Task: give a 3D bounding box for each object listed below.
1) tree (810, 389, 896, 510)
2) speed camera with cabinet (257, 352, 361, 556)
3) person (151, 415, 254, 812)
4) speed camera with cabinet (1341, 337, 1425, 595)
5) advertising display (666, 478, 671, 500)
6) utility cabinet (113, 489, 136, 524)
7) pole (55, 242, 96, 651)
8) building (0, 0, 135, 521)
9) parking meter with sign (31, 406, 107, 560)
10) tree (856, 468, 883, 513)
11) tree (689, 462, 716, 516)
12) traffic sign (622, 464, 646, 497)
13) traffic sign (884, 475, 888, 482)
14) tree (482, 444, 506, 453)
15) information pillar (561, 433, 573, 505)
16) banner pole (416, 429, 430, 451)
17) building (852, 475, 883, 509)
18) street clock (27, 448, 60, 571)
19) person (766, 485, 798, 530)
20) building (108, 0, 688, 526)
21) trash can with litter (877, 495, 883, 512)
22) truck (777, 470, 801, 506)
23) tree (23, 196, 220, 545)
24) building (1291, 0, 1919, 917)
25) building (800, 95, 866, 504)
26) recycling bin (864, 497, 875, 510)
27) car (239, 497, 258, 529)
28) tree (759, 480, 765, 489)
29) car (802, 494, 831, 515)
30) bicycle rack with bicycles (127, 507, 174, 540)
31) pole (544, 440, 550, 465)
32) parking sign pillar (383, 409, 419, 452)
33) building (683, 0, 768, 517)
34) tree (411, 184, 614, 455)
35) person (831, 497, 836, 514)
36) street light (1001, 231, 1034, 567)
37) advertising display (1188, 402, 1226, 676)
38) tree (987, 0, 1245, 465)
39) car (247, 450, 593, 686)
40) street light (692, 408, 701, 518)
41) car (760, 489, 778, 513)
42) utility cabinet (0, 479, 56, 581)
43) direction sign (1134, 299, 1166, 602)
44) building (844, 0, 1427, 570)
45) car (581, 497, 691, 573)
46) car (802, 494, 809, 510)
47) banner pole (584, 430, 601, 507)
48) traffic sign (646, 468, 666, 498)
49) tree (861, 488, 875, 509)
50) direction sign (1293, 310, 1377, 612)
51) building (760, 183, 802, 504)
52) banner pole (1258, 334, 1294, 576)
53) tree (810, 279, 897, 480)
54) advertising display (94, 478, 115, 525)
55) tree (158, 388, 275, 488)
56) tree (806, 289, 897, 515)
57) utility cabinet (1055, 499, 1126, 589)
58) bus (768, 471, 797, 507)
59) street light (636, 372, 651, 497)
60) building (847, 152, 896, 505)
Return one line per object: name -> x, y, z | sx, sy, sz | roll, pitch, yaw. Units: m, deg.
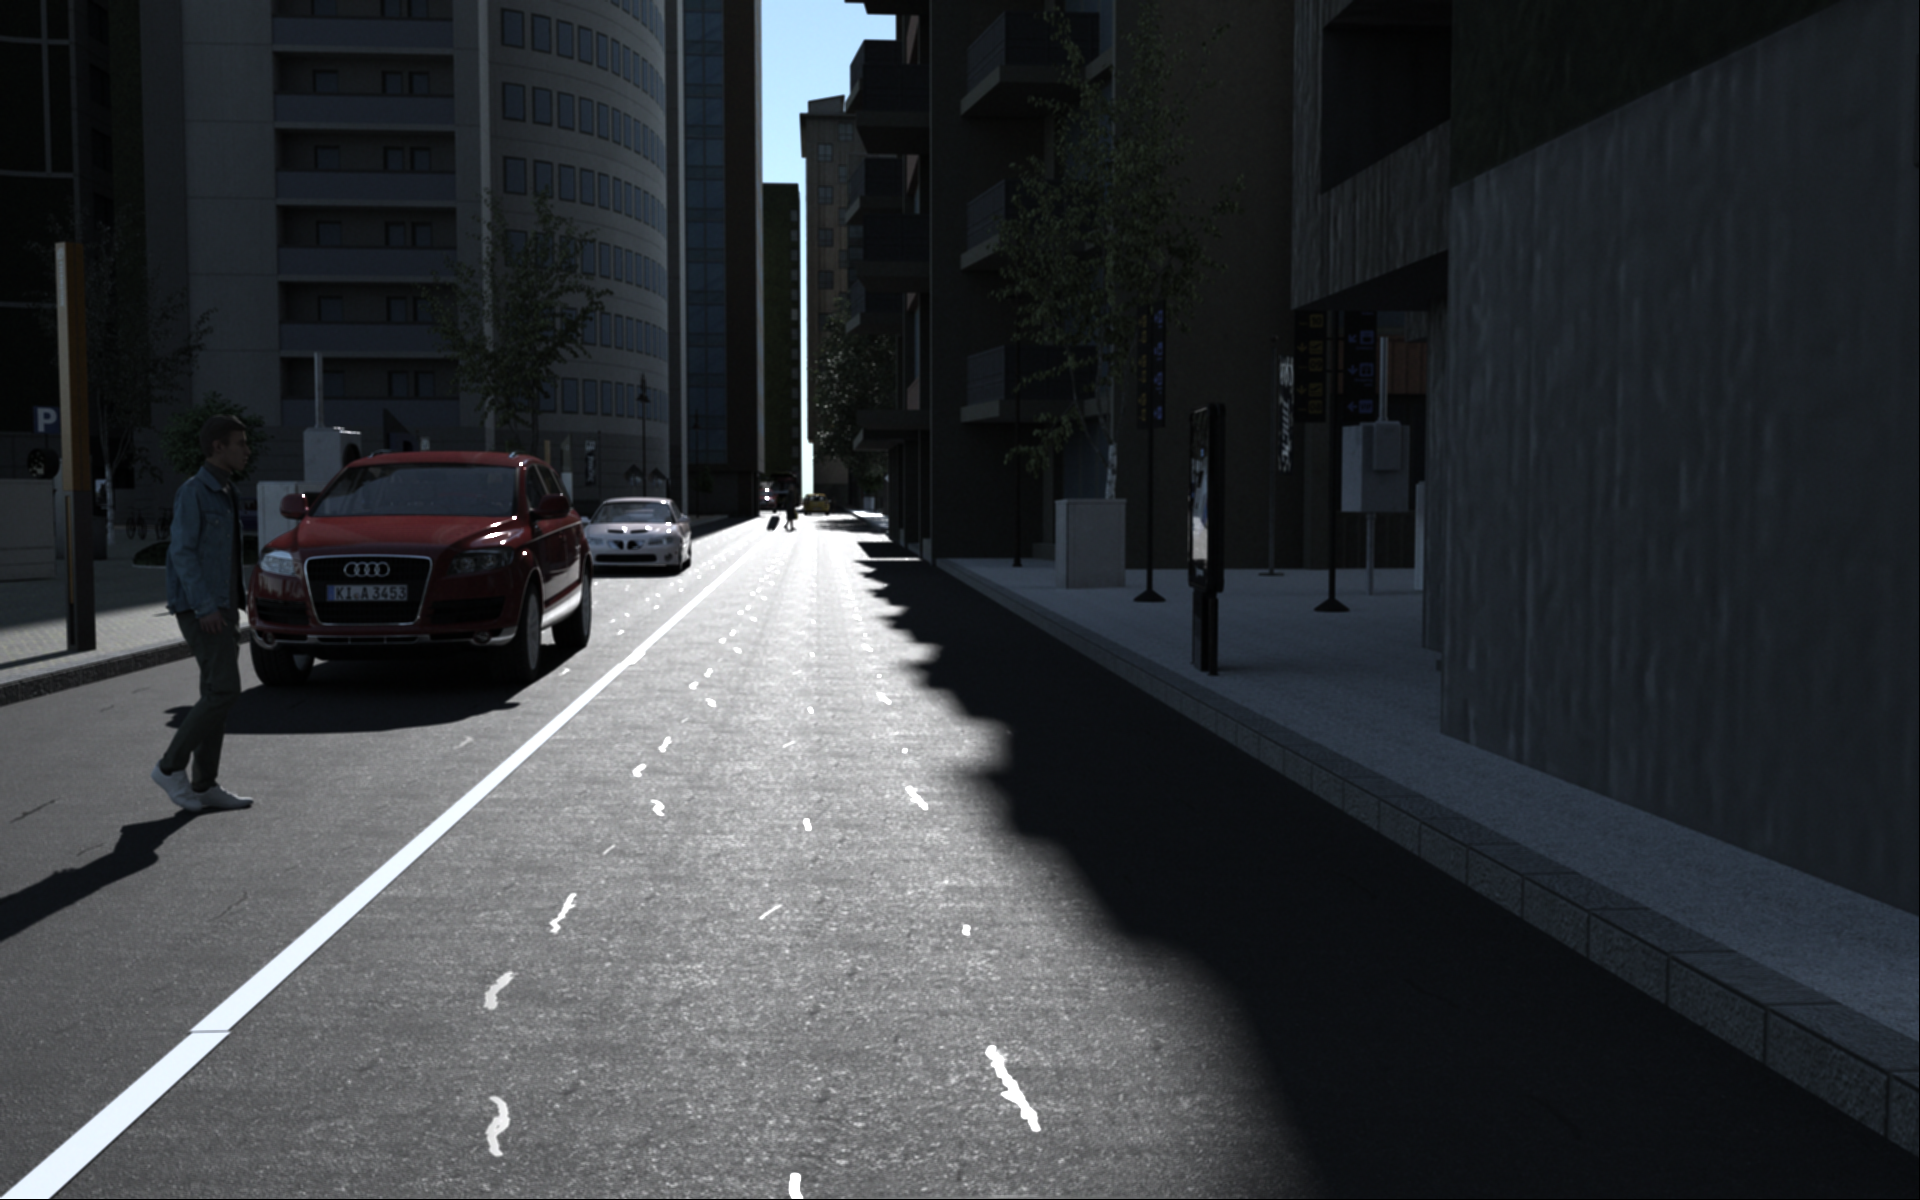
tree -> -8.408, -13.217, 141.847 | 9.928, 11.665, 9.643 | 0, 3, 0
speed camera with cabinet -> -8.828, -1.789, 23.579 | 0.660, 3.252, 2.038 | 0, 4, 5
person -> -3.414, 0.063, 7.817 | 0.444, 1.785, 0.601 | 0, 4, 0
speed camera with cabinet -> 5.953, -1.708, 22.258 | 2.038, 3.252, 0.660 | -1, 4, -15
advertising display -> -11.918, -4.013, 70.825 | 0.123, 1.923, 0.974 | 0, 4, -6
utility cabinet -> -35.580, -3.976, 73.689 | 0.318, 1.500, 1.173 | 2, 4, 31
pole -> -7.233, -1.243, 14.163 | 0.158, 3.312, 0.155 | 0, 3, 0
building -> -47.032, -38.746, 71.756 | 20.611, 71.187, 20.563 | 0, 4, -5
parking meter with sign -> -17.452, -2.310, 34.037 | 1.738, 3.016, 0.543 | 2, 4, 31
tree -> -6.406, -9.214, 134.363 | 4.285, 4.588, 4.351 | 0, 3, 0
tree -> -15.263, -6.703, 104.192 | 1.663, 3.219, 1.824 | 0, 3, 0
traffic sign -> -10.876, -3.313, 57.815 | 0.795, 2.450, 0.064 | 0, 4, -5
traffic sign -> -2.517, -3.844, 66.494 | 0.795, 2.450, 0.064 | 0, 4, -5
tree -> -17.936, -4.398, 66.507 | 1.663, 3.219, 1.824 | 0, 3, 0
information pillar -> -15.148, -4.612, 66.765 | 0.504, 3.616, 0.183 | 2, 4, 27
banner pole -> -20.670, -4.685, 66.623 | 0.863, 3.779, 0.401 | 2, 4, 27
building -> 3.799, -19.613, 165.709 | 27.650, 21.520, 28.899 | 0, 4, -5
street clock -> -14.514, -1.401, 27.472 | 0.471, 2.002, 0.358 | 2, 4, 25
person -> -7.017, -3.667, 68.667 | 1.509, 1.804, 0.699 | -3, 5, -40
building -> -24.800, -33.026, 81.976 | 21.231, 58.520, 28.212 | 0, 4, -5
trash can with litter -> -5.009, -6.862, 123.248 | 2.233, 1.210, 1.678 | 0, 4, 5
truck -> -20.207, -13.154, 203.986 | 2.839, 4.237, 11.283 | 0, 4, -3
tree -> -21.295, -5.706, 43.657 | 4.360, 8.622, 3.978 | 0, 3, 0
building -> 9.400, -14.638, 11.033 | 14.160, 30.474, 14.107 | 0, 4, -5
building -> -7.965, -39.676, 237.934 | 27.495, 52.752, 28.713 | 0, 4, -5
recycling bin -> -7.264, -7.730, 138.932 | 0.722, 1.027, 0.722 | 2, 4, 24
car -> -24.886, -2.996, 61.569 | 3.894, 1.354, 1.945 | 0, 4, -3
tree -> -23.541, -12.575, 200.196 | 1.663, 3.219, 1.824 | 0, 3, 0
car -> -9.876, -6.666, 119.207 | 2.015, 1.641, 3.980 | 0, 4, -6
bicycle rack with bicycles -> -22.094, -2.181, 49.037 | 2.852, 0.926, 2.925 | -3, 4, -36
pole -> -15.603, -4.387, 65.571 | 0.158, 3.312, 0.155 | 0, 3, 0
parking sign pillar -> -17.742, -4.081, 55.188 | 1.447, 3.967, 1.447 | 1, 4, 23
building -> -19.928, -28.252, 112.030 | 14.600, 45.320, 14.200 | 0, 4, -5
tree -> -10.301, -5.510, 40.455 | 4.737, 8.622, 4.395 | 0, 3, 0
person -> -9.167, -6.845, 125.084 | 0.362, 1.253, 0.373 | 0, 4, -4
street light -> 1.012, -3.525, 30.428 | 0.468, 5.910, 1.993 | 0, 4, -5
advertising display -> 1.790, -0.453, 12.620 | 0.123, 1.923, 0.974 | 0, 4, 0
tree -> 2.240, -4.612, 25.772 | 4.737, 8.622, 4.395 | 0, 3, 0
car -> -4.381, -0.369, 14.714 | 2.281, 1.827, 5.304 | 0, 4, -5
street light -> -14.181, -7.380, 93.458 | 0.468, 5.910, 1.993 | 0, 4, -5
car -> -15.087, -7.598, 132.902 | 2.281, 1.827, 5.304 | 0, 4, -6
utility cabinet -> -13.994, -1.039, 25.665 | 0.318, 1.500, 1.173 | 1, 4, 14
direction sign -> 2.270, -1.751, 20.633 | 0.379, 3.537, 0.876 | -1, 4, -14
building -> 8.335, -23.708, 42.245 | 22.147, 44.769, 28.867 | 0, 4, -5
car -> -6.134, -1.259, 32.946 | 2.083, 1.381, 4.827 | 0, 4, -5
car -> -13.690, -9.237, 160.810 | 2.009, 1.686, 4.222 | 0, 4, -4
banner pole -> -14.405, -4.786, 68.275 | 0.863, 3.779, 0.401 | 1, 4, 13
traffic sign -> -11.533, -3.800, 65.773 | 0.795, 2.450, 0.064 | 0, 4, -5
tree -> -7.914, -9.414, 148.512 | 1.663, 3.219, 1.824 | 0, 3, 0
direction sign -> 4.079, -1.645, 18.896 | 0.876, 3.537, 0.379 | 1, 4, 8
building -> -28.110, -33.396, 229.611 | 14.086, 41.232, 14.154 | 0, 4, -5
banner pole -> 5.065, -2.285, 27.382 | 0.401, 3.779, 0.863 | 3, 5, 41
tree -> -2.864, -10.246, 84.527 | 9.611, 12.733, 9.660 | 0, 3, 0
advertising display -> -35.119, -4.032, 71.135 | 0.974, 1.923, 0.123 | 1, 4, 22
tree -> -23.122, -4.291, 53.869 | 4.285, 4.588, 4.351 | 0, 3, 0
tree -> -4.299, -12.061, 103.858 | 9.857, 13.997, 8.962 | 0, 3, 0
utility cabinet -> 1.785, -0.769, 23.731 | 1.020, 1.237, 0.306 | -2, 4, -34
bus -> -19.334, -12.119, 189.699 | 2.896, 3.916, 12.252 | 0, 4, -4
street light -> -12.024, -5.696, 65.923 | 0.468, 5.910, 1.993 | 0, 4, -5
building -> -6.650, -32.214, 210.292 | 14.154, 41.232, 14.086 | 0, 4, -5
